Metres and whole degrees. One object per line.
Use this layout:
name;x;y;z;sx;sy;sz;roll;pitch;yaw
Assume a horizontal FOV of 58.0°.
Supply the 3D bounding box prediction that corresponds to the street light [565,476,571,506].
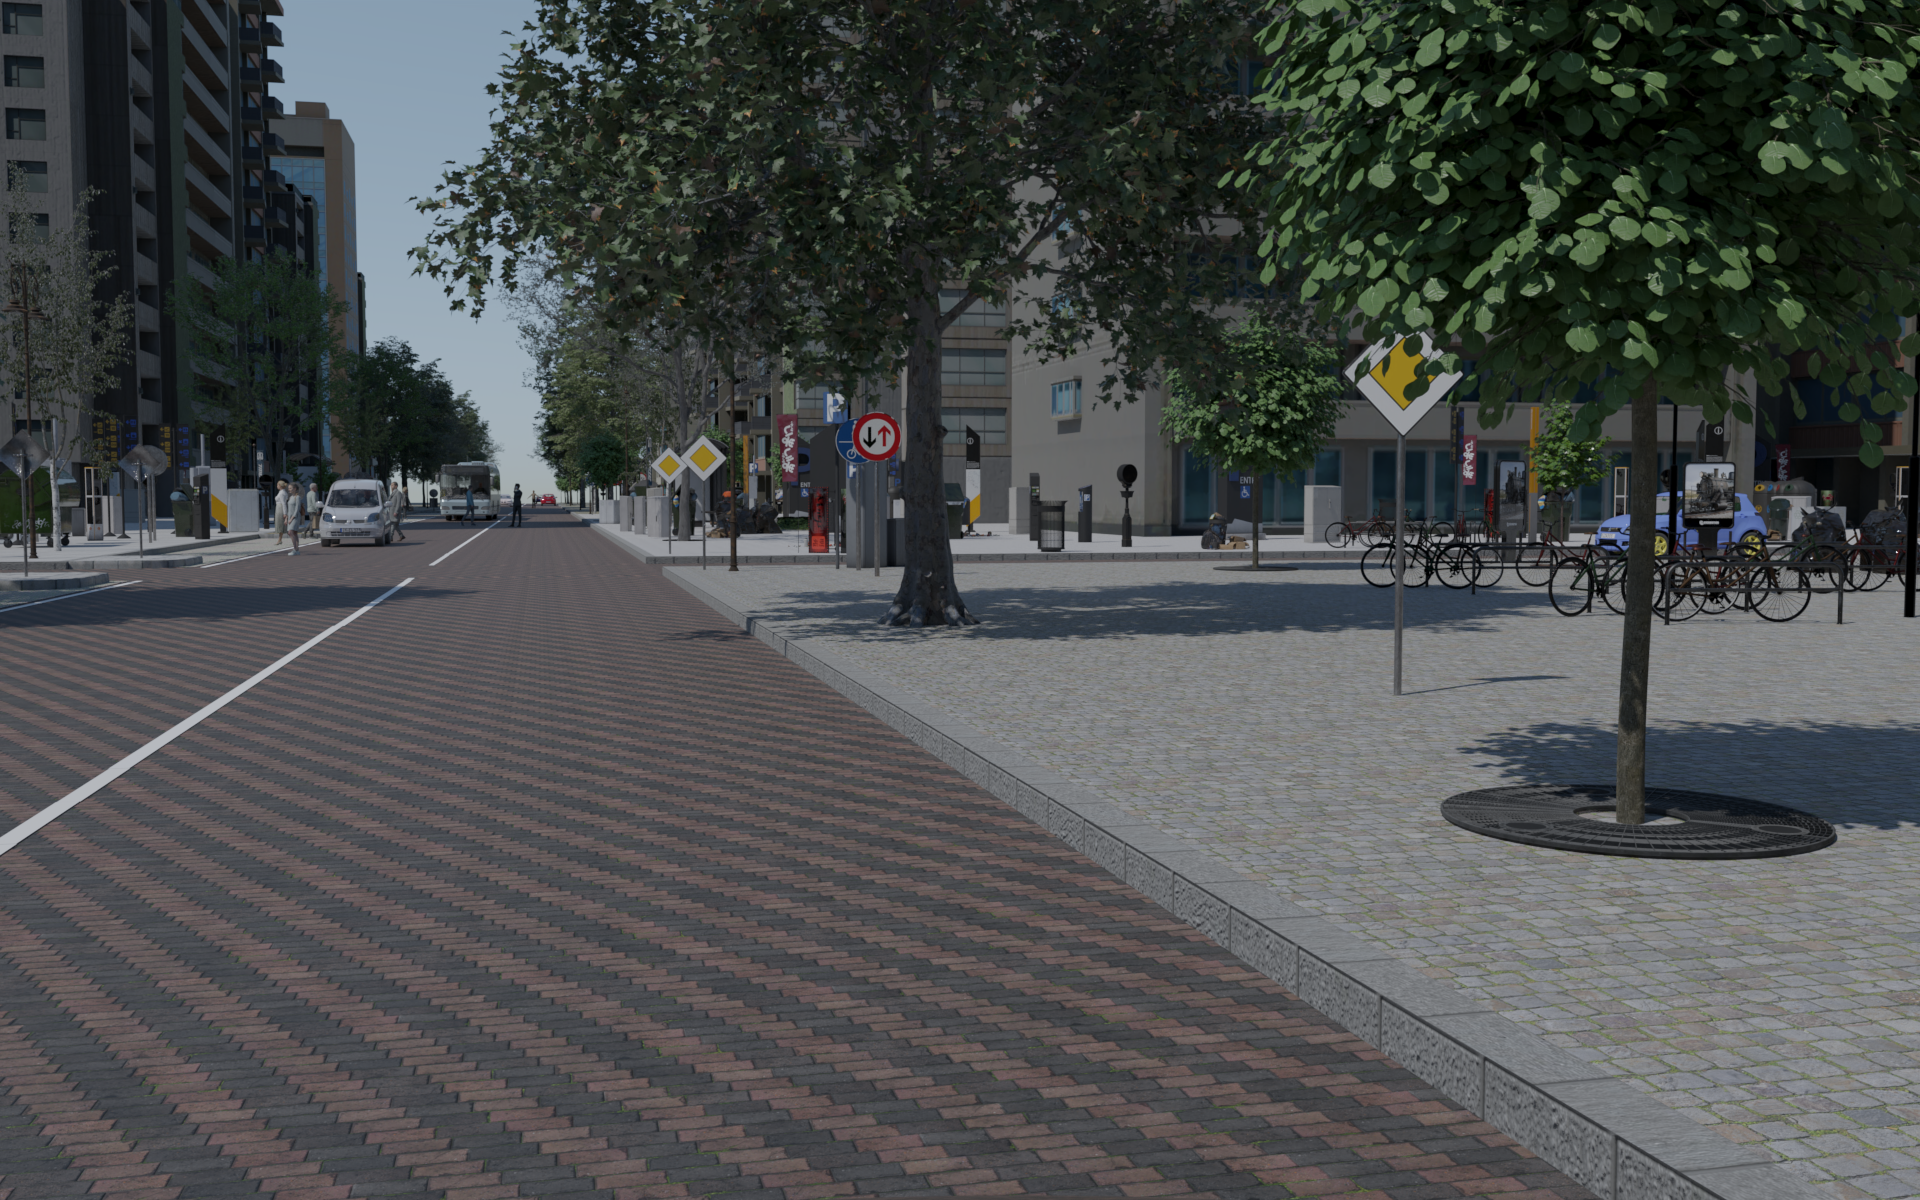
street light;-41.463;-12.929;184.171;0.468;5.910;1.993;-1;4;-14

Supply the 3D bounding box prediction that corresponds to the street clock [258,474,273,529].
street clock;-25.364;-3.592;63.300;0.471;2.002;0.358;-2;4;-27

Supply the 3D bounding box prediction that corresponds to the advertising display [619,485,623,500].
advertising display;-20.220;-6.037;103.915;0.123;1.923;0.974;0;4;8

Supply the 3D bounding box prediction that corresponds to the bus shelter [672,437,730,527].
bus shelter;-9.717;-4.322;64.592;2.014;3.302;5.546;-1;4;-14

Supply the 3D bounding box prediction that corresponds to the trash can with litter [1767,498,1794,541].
trash can with litter;22.374;-2.195;47.274;0.624;1.170;1.055;2;4;33

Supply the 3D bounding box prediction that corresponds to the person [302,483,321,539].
person;-20.437;-2.794;54.667;0.515;1.767;0.782;-3;5;-40

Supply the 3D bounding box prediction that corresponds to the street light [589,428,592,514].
street light;-23.462;-8.377;109.752;0.468;5.910;1.993;-1;4;-14

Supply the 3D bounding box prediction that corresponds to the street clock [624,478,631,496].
street clock;-14.532;-4.366;75.947;0.358;2.002;0.471;-1;4;-17

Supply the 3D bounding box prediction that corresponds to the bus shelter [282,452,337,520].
bus shelter;-32.533;-5.671;86.643;2.014;3.302;5.546;-1;4;-14

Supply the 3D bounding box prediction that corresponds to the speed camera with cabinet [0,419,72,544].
speed camera with cabinet;-23.966;-3.064;44.432;2.038;3.252;0.660;-1;4;-9

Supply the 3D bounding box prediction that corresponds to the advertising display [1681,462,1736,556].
advertising display;14.935;-1.796;34.572;0.974;1.923;0.123;1;4;13

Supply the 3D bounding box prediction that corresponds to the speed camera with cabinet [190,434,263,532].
speed camera with cabinet;-24.602;-3.890;57.932;2.038;3.252;0.660;-2;4;-35

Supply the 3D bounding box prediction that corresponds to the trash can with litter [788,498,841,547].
trash can with litter;-2.957;-1.911;42.302;2.233;1.210;1.678;1;4;14

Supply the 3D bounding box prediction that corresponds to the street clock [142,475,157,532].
street clock;-27.215;-3.279;58.189;0.471;2.002;0.358;-1;4;-18

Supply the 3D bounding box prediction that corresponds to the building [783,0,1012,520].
building;-3.747;-25.611;102.333;14.154;41.232;14.086;-1;4;-14

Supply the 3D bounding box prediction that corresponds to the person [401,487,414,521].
person;-28.951;-5.005;90.513;0.728;1.800;0.709;2;4;31

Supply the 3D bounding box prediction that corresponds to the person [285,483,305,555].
person;-15.648;-1.909;40.718;0.512;1.701;0.522;3;5;44

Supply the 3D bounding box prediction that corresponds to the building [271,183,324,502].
building;-66.787;-23.681;158.890;14.160;30.474;14.107;-1;4;-14

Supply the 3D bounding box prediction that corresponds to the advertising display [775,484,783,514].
advertising display;-11.661;-6.532;112.003;0.123;1.923;0.974;-3;4;-37

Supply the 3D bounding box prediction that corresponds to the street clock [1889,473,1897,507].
street clock;32.535;-3.407;60.274;0.358;2.002;0.471;0;4;2

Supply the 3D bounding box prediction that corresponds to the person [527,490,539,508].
person;-43.529;-10.292;176.779;1.348;1.823;0.705;1;4;17

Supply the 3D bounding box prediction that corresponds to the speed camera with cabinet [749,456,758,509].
speed camera with cabinet;-10.908;-5.818;89.464;0.660;3.252;2.038;-1;4;-15

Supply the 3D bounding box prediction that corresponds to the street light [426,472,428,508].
street light;-47.651;-11.134;154.822;0.468;5.910;1.993;-1;4;-14

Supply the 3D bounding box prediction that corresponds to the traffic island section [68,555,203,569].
traffic island section;-16.385;-0.755;34.627;2.009;0.180;2.903;-1;4;-14

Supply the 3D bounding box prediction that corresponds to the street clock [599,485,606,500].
street clock;-20.156;-5.701;97.780;0.471;2.002;0.358;3;4;38

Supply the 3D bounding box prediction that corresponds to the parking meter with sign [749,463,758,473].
parking meter with sign;-11.728;-6.139;96.626;0.543;3.016;1.738;0;4;7

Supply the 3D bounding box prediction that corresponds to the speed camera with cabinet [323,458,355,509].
speed camera with cabinet;-34.562;-6.244;96.427;2.038;3.252;0.660;2;4;28

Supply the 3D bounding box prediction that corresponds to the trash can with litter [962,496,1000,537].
trash can with litter;0.459;-2.538;52.546;2.233;1.210;1.678;-3;5;-40

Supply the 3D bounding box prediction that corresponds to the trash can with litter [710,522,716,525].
trash can with litter;-10.123;-3.723;72.258;0.624;1.170;1.055;0;4;1

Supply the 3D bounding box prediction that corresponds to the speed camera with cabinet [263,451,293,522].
speed camera with cabinet;-31.310;-5.141;78.395;2.038;3.252;0.660;-1;4;-11

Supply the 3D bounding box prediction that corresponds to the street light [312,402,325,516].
street light;-29.518;-6.553;79.922;0.468;5.910;1.993;-1;4;-14

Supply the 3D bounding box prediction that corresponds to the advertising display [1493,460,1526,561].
advertising display;10.386;-1.683;32.739;0.974;1.923;0.123;-3;5;-42

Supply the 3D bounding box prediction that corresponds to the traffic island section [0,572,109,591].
traffic island section;-14.505;-0.280;26.865;2.009;0.180;2.903;-1;4;-14

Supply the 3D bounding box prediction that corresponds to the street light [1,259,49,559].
street light;-18.428;-3.761;34.274;0.468;5.910;1.993;-1;4;-14

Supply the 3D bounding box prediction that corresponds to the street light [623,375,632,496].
street light;-12.339;-5.586;64.111;0.468;5.910;1.993;-1;4;-14

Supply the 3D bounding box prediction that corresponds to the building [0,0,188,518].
building;-49.314;-19.524;90.923;14.160;30.474;14.107;-1;4;-14

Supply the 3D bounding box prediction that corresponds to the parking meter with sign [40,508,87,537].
parking meter with sign;-27.309;-3.416;52.118;1.738;3.016;0.543;-1;4;-18

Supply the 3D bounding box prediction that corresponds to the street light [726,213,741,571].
street light;-3.767;-3.417;28.653;0.468;5.910;1.993;-1;4;-14

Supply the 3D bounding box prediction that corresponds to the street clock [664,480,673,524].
street clock;-12.492;-4.272;74.411;0.358;2.002;0.471;2;4;31

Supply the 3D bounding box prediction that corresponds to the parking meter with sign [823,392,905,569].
parking meter with sign;-1.599;-2.072;30.137;0.543;3.016;1.738;3;4;36

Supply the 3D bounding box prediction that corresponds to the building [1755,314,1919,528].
building;46.037;-25.329;68.753;28.867;44.769;22.147;-1;4;-14

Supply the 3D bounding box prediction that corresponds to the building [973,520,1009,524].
building;4.216;-24.341;81.575;14.154;41.232;14.086;-1;4;-14

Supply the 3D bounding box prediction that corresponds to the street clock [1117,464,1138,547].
street clock;4.035;-2.280;41.850;0.471;2.002;0.358;-2;4;-32

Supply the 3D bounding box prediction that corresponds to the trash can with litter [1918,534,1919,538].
trash can with litter;27.944;-2.411;50.483;1.678;1.210;2.233;-3;5;-44

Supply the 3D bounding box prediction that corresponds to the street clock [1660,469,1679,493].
street clock;20.453;-2.778;49.989;0.471;2.002;0.358;2;4;34

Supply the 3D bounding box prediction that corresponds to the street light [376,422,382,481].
street light;-36.390;-8.311;108.679;0.468;5.910;1.993;-1;4;-14

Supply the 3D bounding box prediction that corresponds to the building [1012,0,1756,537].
building;13.204;-26.870;63.033;21.600;48.544;21.300;-1;4;-14
